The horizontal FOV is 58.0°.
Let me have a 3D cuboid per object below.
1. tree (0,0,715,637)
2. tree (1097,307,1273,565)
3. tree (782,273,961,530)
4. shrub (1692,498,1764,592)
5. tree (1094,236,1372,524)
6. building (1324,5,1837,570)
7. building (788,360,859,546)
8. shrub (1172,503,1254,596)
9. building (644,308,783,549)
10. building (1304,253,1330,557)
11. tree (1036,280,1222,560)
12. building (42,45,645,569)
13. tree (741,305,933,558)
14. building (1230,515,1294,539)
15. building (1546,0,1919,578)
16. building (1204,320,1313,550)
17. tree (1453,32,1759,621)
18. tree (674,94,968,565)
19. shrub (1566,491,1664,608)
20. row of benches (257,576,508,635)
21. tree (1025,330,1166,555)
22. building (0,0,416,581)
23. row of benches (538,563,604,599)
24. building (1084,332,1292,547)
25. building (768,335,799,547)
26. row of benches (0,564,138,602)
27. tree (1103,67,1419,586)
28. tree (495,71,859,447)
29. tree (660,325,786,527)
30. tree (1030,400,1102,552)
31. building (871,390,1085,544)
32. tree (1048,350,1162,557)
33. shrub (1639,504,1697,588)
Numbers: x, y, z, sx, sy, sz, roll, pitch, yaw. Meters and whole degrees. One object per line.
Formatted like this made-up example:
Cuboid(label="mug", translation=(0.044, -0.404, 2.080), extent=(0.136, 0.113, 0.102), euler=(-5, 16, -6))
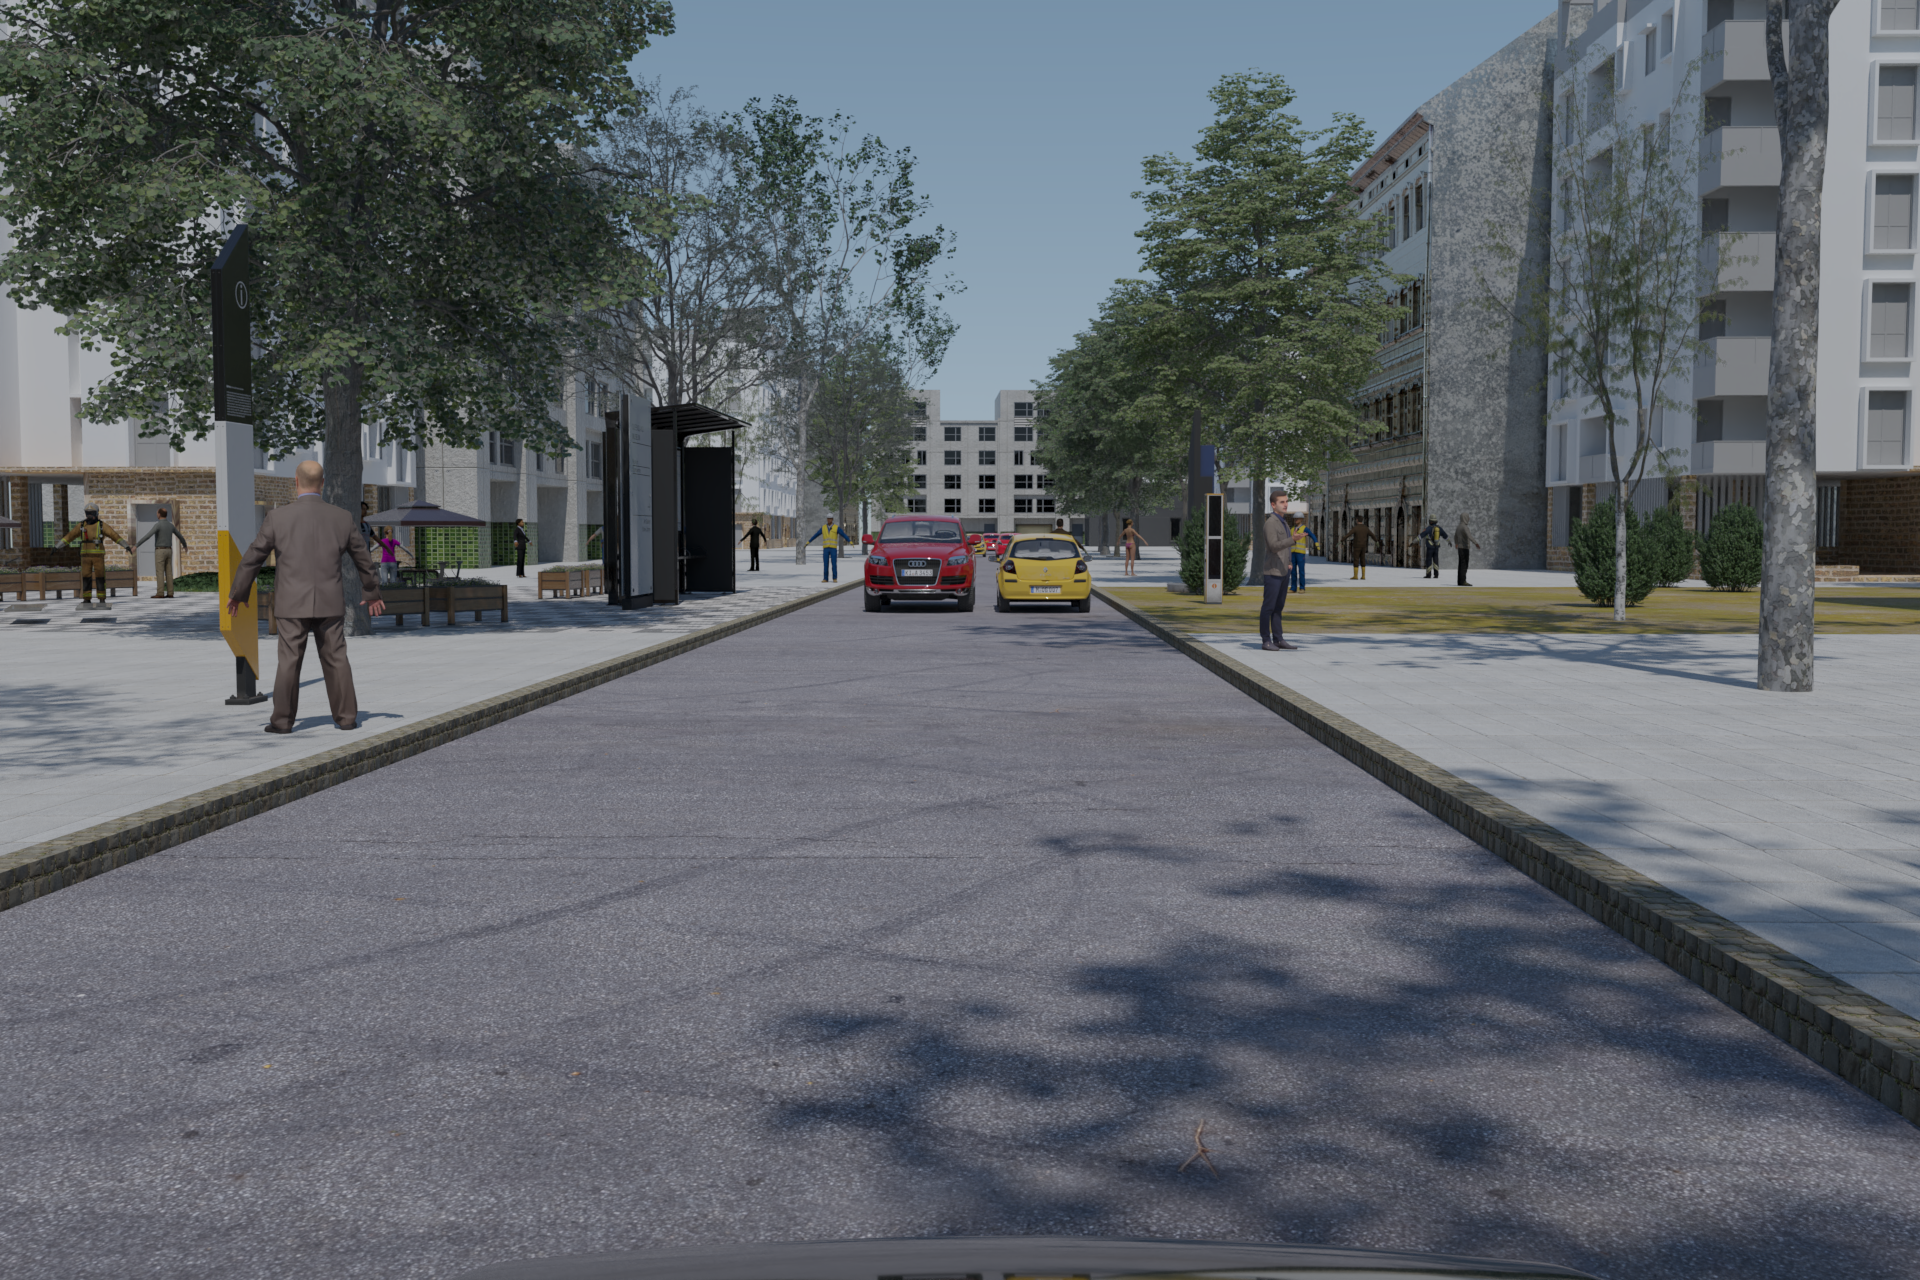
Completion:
Cuboid(label="tree", translation=(-7.804, -7.033, 21.640), extent=(9.857, 13.997, 8.962), euler=(0, 3, 0))
Cuboid(label="tree", translation=(9.142, -8.196, 68.415), extent=(7.601, 10.594, 8.767), euler=(-3, 5, -41))
Cuboid(label="tree", translation=(-6.647, -16.532, 126.184), extent=(12.611, 20.169, 13.585), euler=(0, 3, 0))
Cuboid(label="shrub", translation=(17.130, -2.095, 38.291), extent=(1.661, 2.075, 1.752), euler=(0, 3, 0))
Cuboid(label="tree", translation=(8.196, -7.232, 52.648), extent=(8.767, 10.594, 7.601), euler=(1, 4, 8))
Cuboid(label="building", translation=(26.137, -14.659, 70.611), extent=(19.493, 23.208, 18.063), euler=(0, 4, 1))
Cuboid(label="building", translation=(-21.409, -22.161, 193.253), extent=(19.493, 23.208, 18.063), euler=(0, 4, 2))
Cuboid(label="shrub", translation=(5.286, -1.947, 36.256), extent=(1.690, 2.028, 1.600), euler=(0, 3, 0))
Cuboid(label="building", translation=(-21.582, -17.711, 146.002), extent=(16.016, 20.090, 11.380), euler=(0, 4, 2))
Cuboid(label="building", translation=(29.455, -15.912, 91.086), extent=(19.493, 23.208, 18.063), euler=(0, 4, 1))
Cuboid(label="tree", translation=(8.450, -10.892, 84.747), extent=(9.857, 13.997, 8.962), euler=(0, 3, 0))
Cuboid(label="building", translation=(-25.804, -12.988, 78.806), extent=(16.747, 18.905, 31.486), euler=(0, 4, 1))
Cuboid(label="tree", translation=(-6.259, -11.110, 92.026), extent=(12.009, 13.543, 11.850), euler=(0, 3, 0))
Cuboid(label="building", translation=(29.883, -19.186, 170.108), extent=(16.016, 20.090, 11.380), euler=(0, 4, 2))
Cuboid(label="building", translation=(25.622, -12.364, 58.577), extent=(16.016, 20.090, 11.380), euler=(0, 4, 1))
Cuboid(label="building", translation=(26.536, -18.041, 151.386), extent=(16.016, 20.090, 11.380), euler=(0, 4, 2))
Cuboid(label="tree", translation=(9.956, -4.597, 25.517), extent=(4.360, 8.622, 3.978), euler=(0, 3, 0))
Cuboid(label="tree", translation=(-6.085, -13.294, 73.251), extent=(12.611, 20.169, 13.585), euler=(0, 3, 0))
Cuboid(label="shrub", translation=(11.487, -1.588, 30.380), extent=(1.690, 2.028, 1.600), euler=(0, 3, 0))
Cuboid(label="row of benches", translation=(-7.857, -0.510, 23.801), extent=(1.422, 0.672, 4.104), euler=(2, 4, 33))
Cuboid(label="tree", translation=(8.814, -12.189, 105.938), extent=(9.857, 13.997, 8.962), euler=(0, 3, 0))
Cuboid(label="building", translation=(-24.586, -11.748, 48.497), extent=(16.016, 20.090, 11.380), euler=(0, 4, 1))
Cuboid(label="row of benches", translation=(-7.864, -1.249, 35.885), extent=(1.422, 0.672, 4.104), euler=(0, 4, 4))
Cuboid(label="building", translation=(27.653, -21.254, 191.484), extent=(27.936, 21.610, 32.646), euler=(0, 4, 2))
Cuboid(label="building", translation=(-21.749, -18.937, 166.044), extent=(16.016, 20.090, 11.380), euler=(0, 4, 1))
Cuboid(label="row of benches", translation=(-17.744, -1.129, 33.916), extent=(1.422, 0.672, 4.104), euler=(1, 4, 17))
Cuboid(label="tree", translation=(7.438, -7.657, 43.323), extent=(7.486, 12.596, 7.792), euler=(0, 3, 0))
Cuboid(label="tree", translation=(-7.545, -8.314, 46.304), extent=(12.009, 13.543, 11.850), euler=(0, 3, 0))
Cuboid(label="tree", translation=(-7.720, -6.486, 56.403), extent=(4.360, 8.622, 3.978), euler=(0, 3, 0))
Cuboid(label="tree", translation=(9.812, -12.944, 122.006), extent=(12.009, 13.543, 11.850), euler=(0, 3, 0))
Cuboid(label="building", translation=(4.719, -21.412, 218.995), extent=(31.486, 18.905, 16.747), euler=(0, 4, -1))
Cuboid(label="tree", translation=(8.758, -10.430, 96.287), extent=(9.928, 11.665, 9.643), euler=(0, 3, 0))
Cuboid(label="shrub", translation=(16.865, -2.274, 41.597), extent=(1.690, 2.028, 1.600), euler=(0, 3, 0))
